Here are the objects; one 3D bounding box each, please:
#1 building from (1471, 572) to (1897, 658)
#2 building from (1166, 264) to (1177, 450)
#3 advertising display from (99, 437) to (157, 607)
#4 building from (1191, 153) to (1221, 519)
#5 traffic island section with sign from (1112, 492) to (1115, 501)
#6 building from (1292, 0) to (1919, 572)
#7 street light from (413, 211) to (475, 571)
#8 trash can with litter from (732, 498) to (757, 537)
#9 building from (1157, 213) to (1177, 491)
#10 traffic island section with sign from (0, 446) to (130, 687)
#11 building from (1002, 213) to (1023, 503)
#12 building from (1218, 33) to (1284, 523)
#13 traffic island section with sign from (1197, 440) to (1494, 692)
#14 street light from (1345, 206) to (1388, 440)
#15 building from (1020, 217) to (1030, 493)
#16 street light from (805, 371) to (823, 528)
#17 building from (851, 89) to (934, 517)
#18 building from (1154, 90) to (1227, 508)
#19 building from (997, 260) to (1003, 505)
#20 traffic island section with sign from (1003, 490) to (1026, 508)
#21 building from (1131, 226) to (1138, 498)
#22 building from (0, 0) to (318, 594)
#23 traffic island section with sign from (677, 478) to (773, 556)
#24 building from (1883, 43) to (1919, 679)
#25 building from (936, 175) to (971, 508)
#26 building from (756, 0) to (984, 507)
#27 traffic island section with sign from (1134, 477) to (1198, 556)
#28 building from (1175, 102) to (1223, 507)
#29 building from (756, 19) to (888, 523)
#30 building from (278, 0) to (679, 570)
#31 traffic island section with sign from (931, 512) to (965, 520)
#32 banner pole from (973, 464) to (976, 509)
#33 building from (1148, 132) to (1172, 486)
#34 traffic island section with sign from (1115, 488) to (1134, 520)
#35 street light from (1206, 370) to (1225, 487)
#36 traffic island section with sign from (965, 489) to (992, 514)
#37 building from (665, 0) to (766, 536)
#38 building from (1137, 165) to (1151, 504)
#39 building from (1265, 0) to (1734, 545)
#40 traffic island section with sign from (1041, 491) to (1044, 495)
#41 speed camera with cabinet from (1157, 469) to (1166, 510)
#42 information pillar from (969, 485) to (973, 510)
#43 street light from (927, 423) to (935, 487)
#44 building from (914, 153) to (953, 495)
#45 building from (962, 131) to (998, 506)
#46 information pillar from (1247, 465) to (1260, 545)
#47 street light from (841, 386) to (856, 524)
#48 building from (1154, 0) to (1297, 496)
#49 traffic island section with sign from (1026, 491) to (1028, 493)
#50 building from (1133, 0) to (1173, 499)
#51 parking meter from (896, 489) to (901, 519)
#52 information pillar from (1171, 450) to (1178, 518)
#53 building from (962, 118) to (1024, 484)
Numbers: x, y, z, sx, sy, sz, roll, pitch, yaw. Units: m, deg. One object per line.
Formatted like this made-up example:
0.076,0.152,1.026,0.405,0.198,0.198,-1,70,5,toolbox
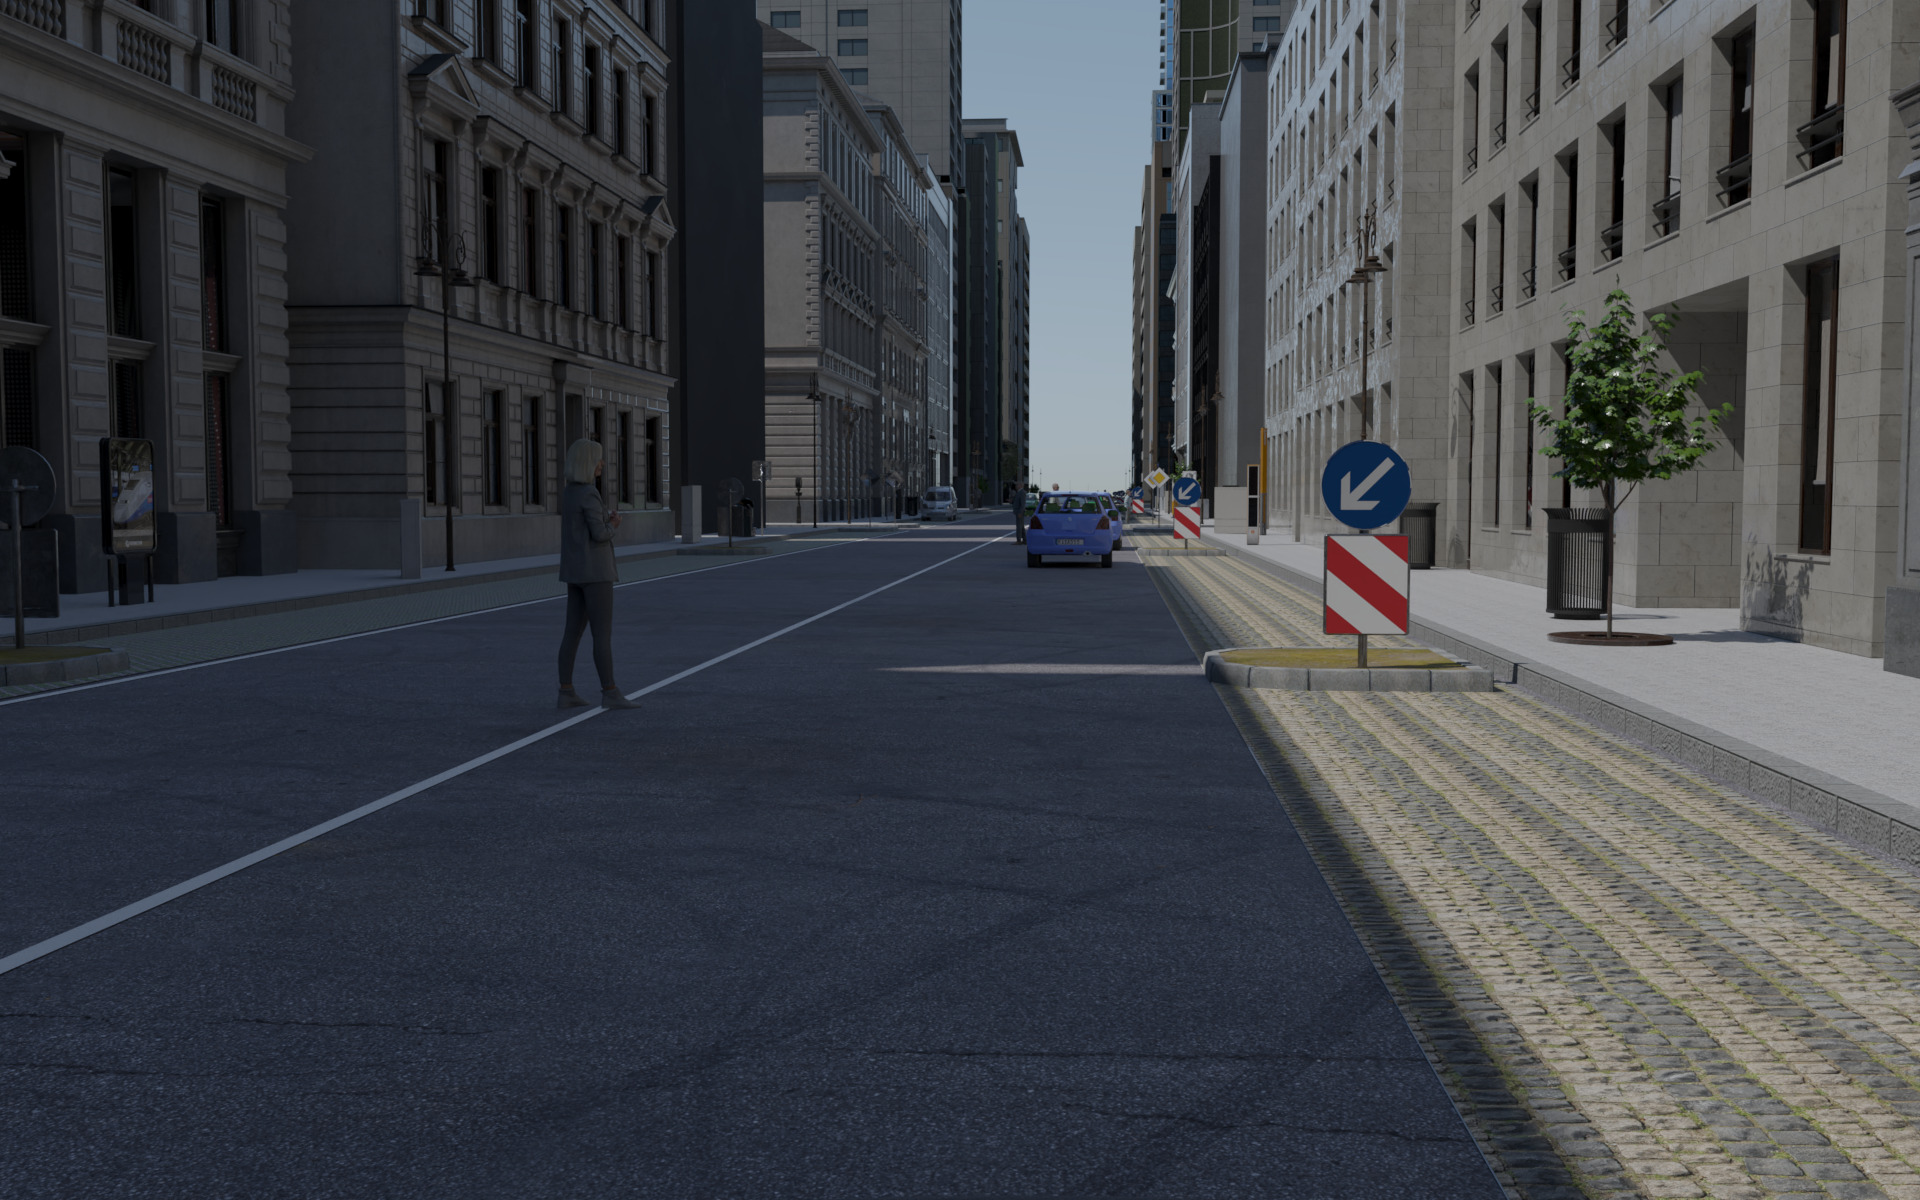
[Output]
12.967,-10.157,20.819,10.420,20.320,16.860,0,4,5,building
22.380,-18.337,135.973,11.583,22.565,21.152,0,4,5,building
-9.622,-0.908,20.066,0.123,1.923,0.974,0,4,4,advertising display
19.521,-16.296,96.123,12.332,23.373,15.834,0,4,5,building
11.866,-6.933,121.979,1.989,1.847,2.006,0,4,5,traffic island section with sign
13.503,-11.187,37.660,10.420,20.320,16.860,0,4,5,building
-8.492,-3.418,28.673,0.468,5.910,1.993,0,4,5,street light
-6.408,-2.457,51.554,0.624,1.170,1.055,0,4,4,trash can with litter
27.495,-24.946,179.576,14.160,30.474,14.107,0,4,5,building
-7.758,-0.305,13.613,1.989,1.847,2.006,0,4,5,traffic island section with sign
2.478,-37.822,268.500,14.600,45.320,14.200,0,4,5,building
27.351,-15.896,78.969,30.058,24.678,14.314,0,4,5,building
2.922,-0.294,13.438,1.989,1.847,2.006,0,4,5,traffic island section with sign
6.581,-3.388,28.182,0.468,5.910,1.993,0,4,5,street light
0.416,-40.541,286.548,21.300,48.544,21.600,0,4,5,building
-5.468,-5.650,65.159,0.468,5.910,1.993,0,4,5,street light
-8.968,-18.988,107.713,12.463,27.353,25.104,0,4,5,building
34.253,-28.568,158.971,32.217,40.220,23.993,0,4,5,building
-2.294,-26.561,205.977,14.160,30.474,14.107,0,4,5,building
5.329,-10.042,172.817,1.989,1.847,2.006,0,4,5,traffic island section with sign
40.074,-40.982,293.749,21.300,48.544,21.600,0,4,5,building
-16.319,-11.611,18.713,11.050,23.489,19.941,0,4,5,building
-5.499,-1.983,41.053,1.989,1.847,2.006,0,4,5,traffic island section with sign
10.640,-9.390,2.678,9.793,20.994,18.267,0,4,5,building
-6.579,-23.538,156.552,14.160,30.474,14.107,0,4,5,building
-8.127,-44.928,172.821,20.563,71.187,20.611,0,4,5,building
5.163,-1.952,40.543,1.989,1.847,2.006,0,4,5,traffic island section with sign
20.750,-18.132,114.483,12.078,24.808,19.932,0,4,5,building
-10.252,-15.688,85.379,11.050,23.489,19.941,0,4,5,building
-13.240,-10.618,38.237,10.561,19.102,19.286,0,4,5,building
-0.911,-5.392,96.786,1.989,1.847,2.006,0,4,5,traffic island section with sign
1.194,-9.441,144.382,0.401,3.779,0.863,1,4,21,banner pole
30.670,-34.506,214.284,14.600,45.320,14.200,0,4,5,building
9.650,-5.290,95.114,1.989,1.847,2.006,0,4,5,traffic island section with sign
9.570,-5.609,64.491,0.468,5.910,1.993,0,4,5,street light
1.277,-7.035,123.653,1.989,1.847,2.006,0,4,5,traffic island section with sign
-15.723,-14.047,59.340,15.834,23.373,12.332,0,4,5,building
36.080,-37.768,241.205,21.300,48.544,21.600,0,4,5,building
15.672,-12.209,54.368,10.420,20.320,16.860,0,4,5,building
14.387,-16.773,282.860,1.989,1.847,2.006,0,4,5,traffic island section with sign
16.036,-8.719,136.889,0.660,3.252,2.038,1,4,18,speed camera with cabinet
0.904,-8.218,138.854,0.304,2.012,0.304,-1,4,-11,information pillar
-1.785,-8.456,111.051,0.468,5.910,1.993,0,4,5,street light
-7.420,-19.130,130.794,12.078,24.808,19.932,0,4,5,building
-3.211,-31.016,190.707,14.154,41.232,14.086,0,4,5,building
7.376,-2.388,43.542,0.304,2.012,0.304,1,4,12,information pillar
-4.761,-6.207,74.272,0.468,5.910,1.993,0,4,5,street light
32.344,-46.310,195.424,20.563,71.187,20.611,0,4,5,building
7.561,-11.701,199.938,1.989,1.847,2.006,0,4,5,traffic island section with sign
38.316,-58.320,266.201,22.319,86.520,31.000,0,4,5,building
-3.182,-4.893,88.404,0.372,1.533,0.369,0,3,0,parking meter
11.497,-6.194,92.624,0.183,3.616,0.504,3,4,36,information pillar
-5.751,-40.272,247.683,28.713,52.752,27.495,0,4,5,building
